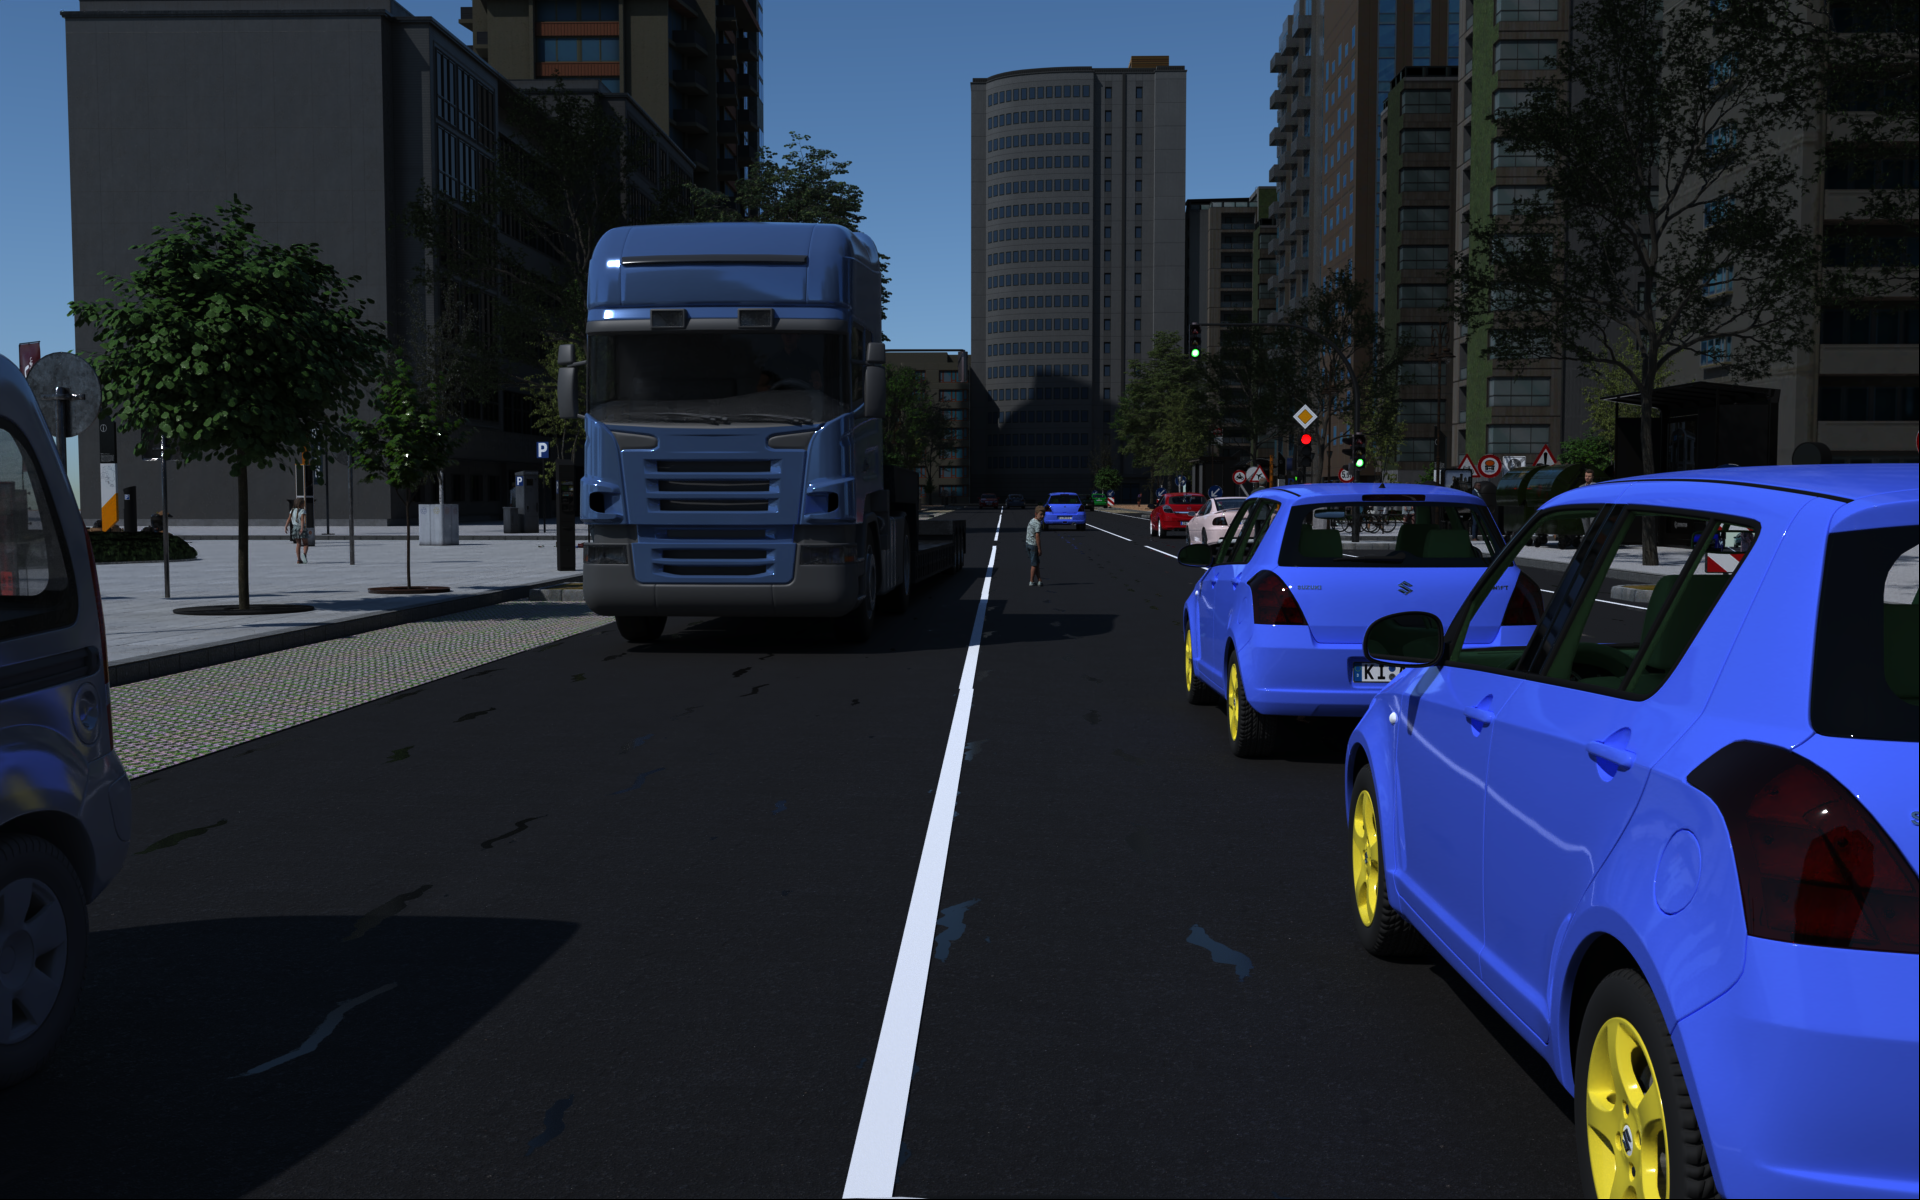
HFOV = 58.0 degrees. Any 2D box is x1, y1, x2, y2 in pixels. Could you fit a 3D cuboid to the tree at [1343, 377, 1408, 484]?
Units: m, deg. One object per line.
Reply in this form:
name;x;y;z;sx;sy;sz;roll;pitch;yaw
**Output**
tree;25.275;-9.439;104.696;4.737;8.622;4.395;0;3;0

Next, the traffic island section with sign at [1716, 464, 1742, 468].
traffic island section with sign;9.969;-0.905;23.420;1.989;1.847;2.006;0;4;1

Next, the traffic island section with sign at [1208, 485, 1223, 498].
traffic island section with sign;11.416;-4.291;78.780;1.989;1.847;2.006;0;4;1

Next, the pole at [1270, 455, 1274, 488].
pole;16.297;-5.921;90.656;0.158;3.312;0.155;0;3;0

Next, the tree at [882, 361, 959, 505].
tree;-5.251;-12.483;129.857;9.928;11.665;9.643;0;3;0

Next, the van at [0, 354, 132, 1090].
van;-3.161;0.253;2.876;2.013;2.044;4.112;0;4;3

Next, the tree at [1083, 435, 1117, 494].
tree;16.920;-15.638;206.041;4.360;8.622;3.978;0;3;0

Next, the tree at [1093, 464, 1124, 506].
tree;16.372;-12.689;191.181;4.285;4.588;4.351;0;3;0

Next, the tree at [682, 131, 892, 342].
tree;-6.839;-9.539;62.621;9.857;13.997;8.962;0;3;0

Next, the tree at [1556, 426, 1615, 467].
tree;30.813;-6.166;84.527;4.285;4.588;4.351;0;3;0

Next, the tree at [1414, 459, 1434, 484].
tree;25.818;-6.105;94.424;1.663;3.219;1.824;0;3;0

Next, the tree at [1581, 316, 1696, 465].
tree;28.552;-7.462;72.370;4.737;8.622;4.395;0;3;0

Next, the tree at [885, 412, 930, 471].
tree;-4.439;-12.268;150.945;4.737;8.622;4.395;0;3;0

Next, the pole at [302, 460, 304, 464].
pole;-20.479;-3.694;54.232;0.158;3.312;0.155;0;3;0

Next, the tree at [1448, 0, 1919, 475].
tree;12.098;-5.904;30.935;7.601;10.594;8.767;0;4;7

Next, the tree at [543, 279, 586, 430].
tree;-14.148;-9.041;73.578;9.928;11.665;9.643;0;3;0

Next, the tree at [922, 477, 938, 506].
tree;-3.570;-12.247;194.839;1.663;3.219;1.824;0;3;0

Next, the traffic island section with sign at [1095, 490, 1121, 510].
traffic island section with sign;13.425;-9.010;155.938;1.989;1.847;2.006;0;4;1

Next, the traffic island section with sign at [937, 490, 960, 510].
traffic island section with sign;-1.281;-9.063;156.808;1.989;1.847;2.006;0;4;1

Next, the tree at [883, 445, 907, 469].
tree;-5.158;-8.046;115.257;4.285;4.588;4.351;0;3;0

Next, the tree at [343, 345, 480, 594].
tree;-7.353;-1.713;22.610;1.663;3.219;1.824;0;3;0

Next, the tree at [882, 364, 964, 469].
tree;-4.731;-15.501;163.813;12.009;13.543;11.850;0;3;0

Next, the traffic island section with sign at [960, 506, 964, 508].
traffic island section with sign;-0.564;-10.720;183.904;1.989;1.847;2.006;0;4;1

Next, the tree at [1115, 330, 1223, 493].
tree;14.572;-12.374;120.439;7.486;12.596;7.792;0;3;0

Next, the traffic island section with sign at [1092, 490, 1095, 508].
traffic island section with sign;14.142;-10.684;183.316;1.989;1.847;2.006;0;4;1

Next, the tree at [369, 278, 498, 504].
tree;-17.682;-6.586;58.037;4.360;8.622;3.978;0;3;0

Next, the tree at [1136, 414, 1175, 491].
tree;16.008;-11.517;138.659;4.360;8.622;3.978;0;3;0

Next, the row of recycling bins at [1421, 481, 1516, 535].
row of recycling bins;15.936;-2.868;54.005;3.534;1.692;1.069;-1;4;-11

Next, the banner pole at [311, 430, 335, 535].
banner pole;-20.208;-3.962;54.794;0.863;3.779;0.401;2;4;24

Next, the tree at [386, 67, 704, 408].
tree;-7.920;-6.351;38.258;7.601;10.594;8.767;2;4;27

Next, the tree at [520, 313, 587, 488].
tree;-14.544;-6.997;64.759;4.737;8.622;4.395;0;3;0

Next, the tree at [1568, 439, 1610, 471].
tree;22.046;-4.045;60.736;1.663;3.219;1.824;0;3;0

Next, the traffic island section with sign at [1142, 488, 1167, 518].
traffic island section with sign;12.118;-5.939;105.726;1.989;1.847;2.006;0;4;1

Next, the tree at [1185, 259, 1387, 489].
tree;14.484;-8.219;68.795;7.601;10.594;8.767;2;4;34

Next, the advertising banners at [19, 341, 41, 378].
advertising banners;-11.325;-1.488;20.511;2.074;3.025;0.090;3;4;38

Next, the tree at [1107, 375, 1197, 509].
tree;16.513;-13.546;147.229;9.928;11.665;9.643;0;3;0

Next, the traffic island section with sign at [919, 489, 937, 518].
traffic island section with sign;-2.604;-5.968;106.208;1.989;1.847;2.006;0;4;1

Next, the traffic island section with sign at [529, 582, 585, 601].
traffic island section with sign;-4.736;-0.938;23.961;1.989;1.847;2.006;0;4;1

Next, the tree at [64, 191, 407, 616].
tree;-7.774;-2.146;18.809;4.285;4.588;4.351;0;3;0

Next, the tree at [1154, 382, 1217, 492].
tree;14.492;-9.956;113.135;4.737;8.622;4.395;0;3;0

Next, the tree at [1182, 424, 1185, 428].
tree;14.355;-9.221;85.170;7.601;10.594;8.767;1;4;14
